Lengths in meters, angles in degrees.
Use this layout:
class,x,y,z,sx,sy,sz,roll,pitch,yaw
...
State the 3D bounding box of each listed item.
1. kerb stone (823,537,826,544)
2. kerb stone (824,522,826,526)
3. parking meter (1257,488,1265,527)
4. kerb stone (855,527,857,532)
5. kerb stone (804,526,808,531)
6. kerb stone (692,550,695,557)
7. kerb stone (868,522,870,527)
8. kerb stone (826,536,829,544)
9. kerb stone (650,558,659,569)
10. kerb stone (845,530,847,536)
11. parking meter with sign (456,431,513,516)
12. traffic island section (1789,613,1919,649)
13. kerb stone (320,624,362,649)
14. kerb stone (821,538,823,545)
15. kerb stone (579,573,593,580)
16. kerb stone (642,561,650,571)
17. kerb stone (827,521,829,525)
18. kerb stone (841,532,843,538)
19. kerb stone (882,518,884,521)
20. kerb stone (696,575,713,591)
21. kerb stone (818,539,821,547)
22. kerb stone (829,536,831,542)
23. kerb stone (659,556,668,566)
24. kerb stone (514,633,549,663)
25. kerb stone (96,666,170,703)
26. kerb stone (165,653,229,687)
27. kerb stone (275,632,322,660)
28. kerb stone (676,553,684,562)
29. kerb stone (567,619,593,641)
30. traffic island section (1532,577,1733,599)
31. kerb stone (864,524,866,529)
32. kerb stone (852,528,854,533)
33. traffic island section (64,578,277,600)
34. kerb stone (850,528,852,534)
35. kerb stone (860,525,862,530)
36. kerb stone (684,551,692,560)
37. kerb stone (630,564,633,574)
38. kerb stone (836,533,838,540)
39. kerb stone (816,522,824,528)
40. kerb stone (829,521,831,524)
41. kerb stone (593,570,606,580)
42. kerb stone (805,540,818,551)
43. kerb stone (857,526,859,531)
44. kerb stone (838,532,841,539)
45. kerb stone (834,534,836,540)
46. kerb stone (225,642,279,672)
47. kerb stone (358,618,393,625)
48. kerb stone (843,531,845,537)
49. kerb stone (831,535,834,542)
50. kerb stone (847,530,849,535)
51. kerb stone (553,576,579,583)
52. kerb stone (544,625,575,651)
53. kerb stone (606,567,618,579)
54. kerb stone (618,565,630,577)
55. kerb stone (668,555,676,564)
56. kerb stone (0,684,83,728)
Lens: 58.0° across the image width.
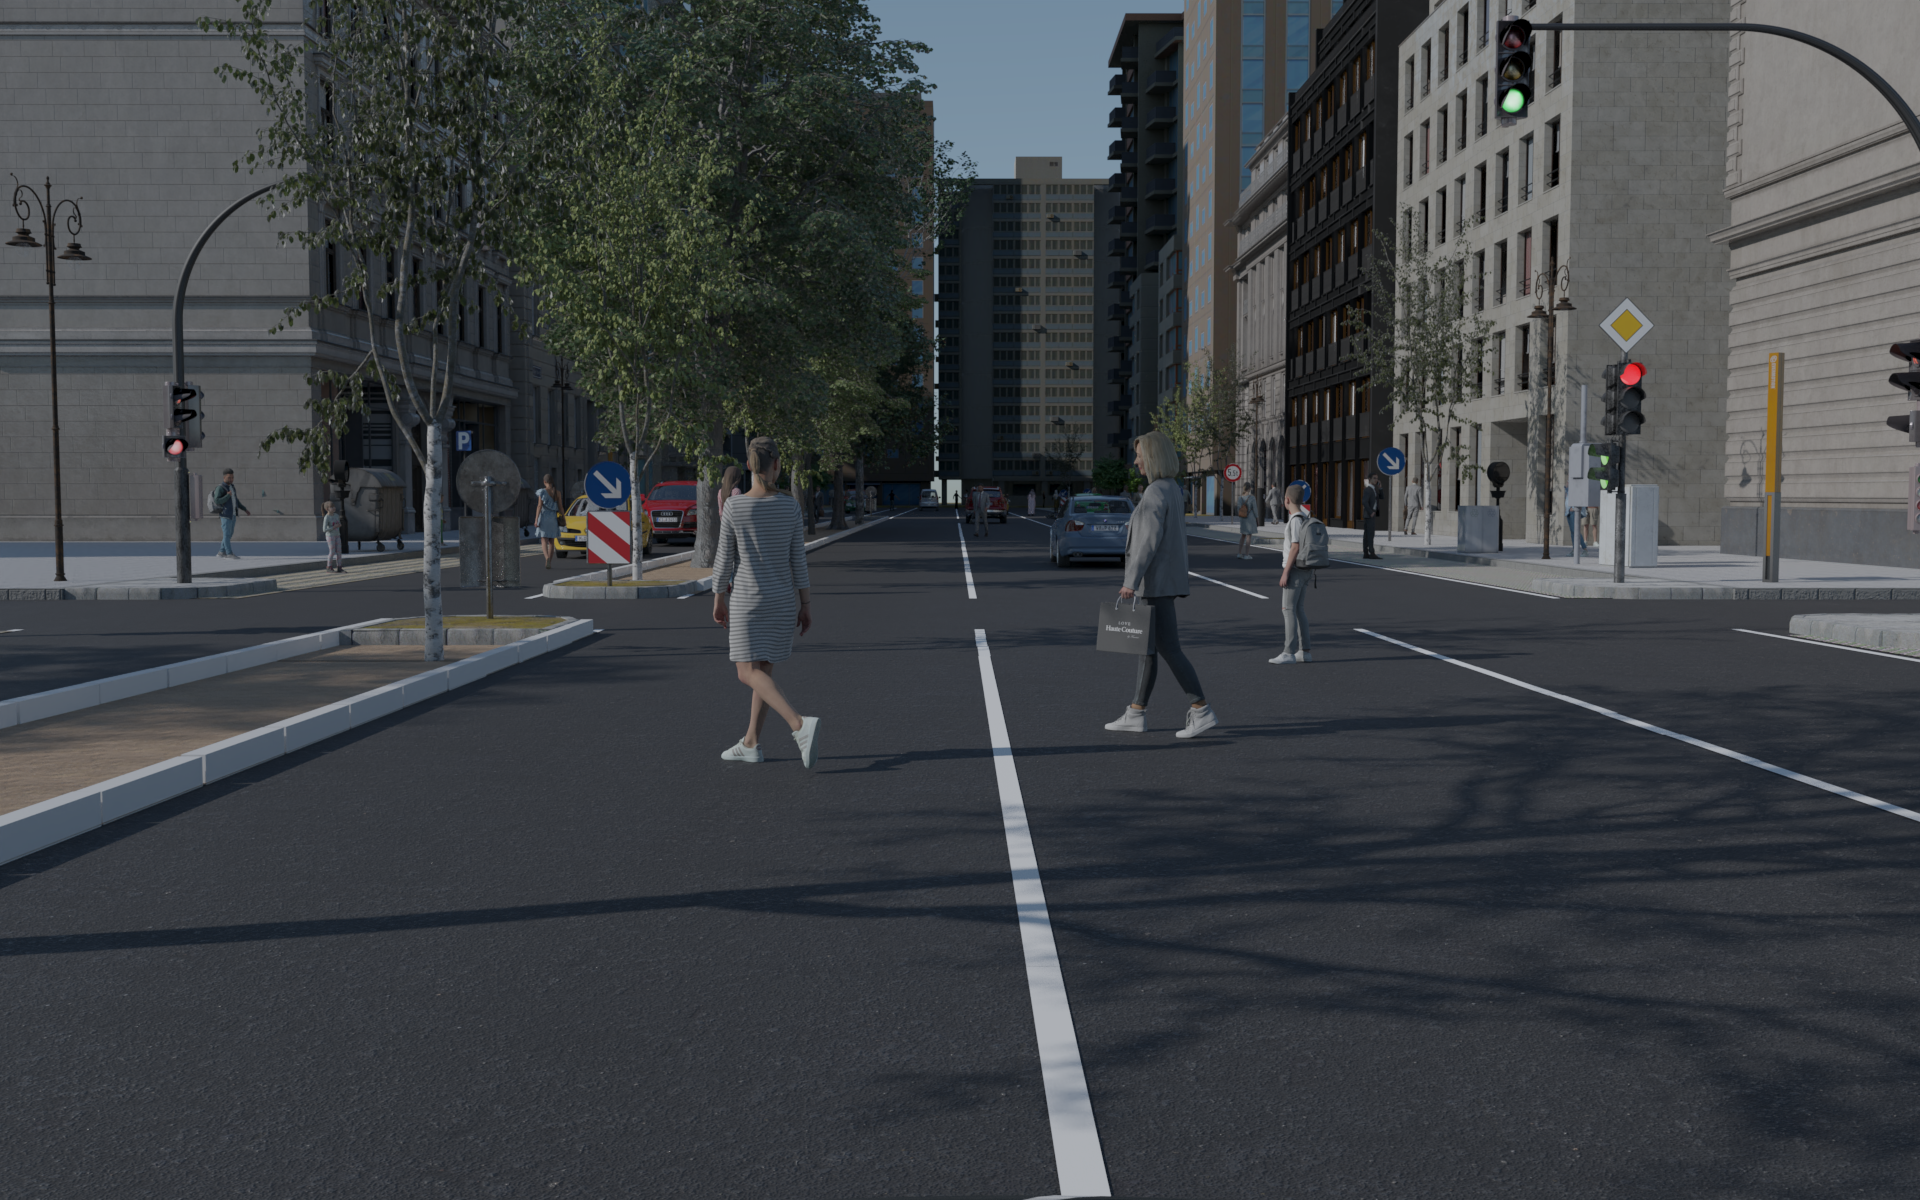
class,x,y,z,sx,sy,sz,roll,pitch,yaw
kerb stone,-3.926,-1.614,48.581,0.120,0.150,1.000,0,4,0
kerb stone,-6.128,-3.307,76.268,0.120,0.150,1.000,0,4,0
parking meter,11.850,-3.668,68.381,0.372,1.533,0.369,0,3,0
kerb stone,-3.986,-2.549,63.967,0.120,0.150,1.000,0,4,0
kerb stone,-6.107,-2.930,70.117,0.120,0.150,1.000,0,4,0
kerb stone,-5.985,-0.987,38.360,0.120,0.150,1.000,0,4,0
kerb stone,-4.010,-3.119,73.195,0.120,0.150,1.000,0,4,0
kerb stone,-3.926,-1.677,49.616,0.120,0.150,1.000,0,4,0
kerb stone,-5.964,-0.668,33.224,0.120,0.150,1.000,0,4,0
kerb stone,-3.960,-2.179,57.819,0.120,0.150,1.000,0,4,0
parking meter with sign,-13.288,-3.200,48.581,0.543,3.016,1.738,2,4,27
traffic island section,9.577,0.320,17.046,2.009,0.180,2.903,0,4,0
kerb stone,-5.900,0.358,16.337,0.120,0.150,1.000,0,4,0
kerb stone,-3.916,-1.551,47.559,0.120,0.150,1.000,0,4,0
kerb stone,-5.943,-0.297,27.054,0.120,0.150,1.000,0,4,0
kerb stone,-5.967,-0.609,32.195,0.120,0.150,1.000,0,4,0
kerb stone,-6.130,-3.432,78.313,0.120,0.150,1.000,0,4,0
kerb stone,-3.951,-2.054,55.774,0.120,0.150,1.000,0,4,0
kerb stone,-4.070,-3.994,87.518,0.120,0.150,1.000,0,4,0
kerb stone,-3.841,-0.234,26.024,0.120,0.150,1.000,0,4,0
kerb stone,-3.908,-1.484,46.537,0.120,0.150,1.000,0,4,0
kerb stone,-3.929,-1.740,50.643,0.120,0.150,1.000,0,4,0
kerb stone,-5.971,-0.737,34.250,0.120,0.150,1.000,0,4,0
kerb stone,-3.798,0.429,15.175,0.120,0.150,1.000,0,4,0
kerb stone,-5.887,0.609,12.234,0.120,0.150,1.000,0,4,0
kerb stone,-5.887,0.547,13.257,0.120,0.150,1.000,0,4,0
kerb stone,-5.903,0.421,15.308,0.120,0.150,1.000,0,4,0
kerb stone,-5.984,-0.857,36.306,0.120,0.150,1.000,0,4,0
kerb stone,-3.812,0.304,17.222,0.120,0.150,1.000,0,4,0
traffic island section,9.547,-0.168,25.031,2.009,0.180,2.903,0,4,0
kerb stone,-4.004,-2.926,70.116,0.120,0.150,1.000,0,4,0
kerb stone,-3.975,-2.430,61.923,0.120,0.150,1.000,0,4,0
traffic island section,-11.194,-0.164,24.958,2.009,0.180,2.903,0,4,0
kerb stone,-3.969,-2.365,60.895,0.120,0.150,1.000,0,4,0
kerb stone,-3.997,-2.743,67.048,0.120,0.150,1.000,0,4,0
kerb stone,-5.979,-0.926,37.338,0.120,0.150,1.000,0,4,0
kerb stone,-5.949,-0.549,31.168,0.120,0.150,1.000,0,4,0
kerb stone,-3.943,-1.922,53.718,0.120,0.150,1.000,0,4,0
kerb stone,-6.128,-3.245,75.243,0.120,0.150,1.000,0,4,0
kerb stone,-6.142,-3.494,79.335,0.120,0.150,1.000,0,4,0
kerb stone,-5.941,-0.360,28.083,0.120,0.150,1.000,0,4,0
kerb stone,-3.910,-1.425,45.514,0.120,0.150,1.000,0,4,0
kerb stone,-3.988,-2.618,64.995,0.120,0.150,1.000,0,4,0
kerb stone,-3.945,-1.991,54.744,0.120,0.150,1.000,0,4,0
kerb stone,-3.943,-1.865,52.691,0.120,0.150,1.000,0,4,0
kerb stone,-5.892,0.485,14.286,0.120,0.150,1.000,0,4,0
kerb stone,-5.901,0.296,17.359,0.120,0.150,1.000,0,4,0
kerb stone,-3.958,-2.116,56.797,0.120,0.150,1.000,0,4,0
kerb stone,-3.934,-1.797,51.666,0.120,0.150,1.000,0,4,0
kerb stone,-3.955,-2.241,58.841,0.120,0.150,1.000,0,4,0
kerb stone,-5.932,-0.234,26.021,0.120,0.150,1.000,0,4,0
kerb stone,-3.797,0.367,16.197,0.120,0.150,1.000,0,4,0
kerb stone,-5.949,-0.420,29.121,0.120,0.150,1.000,0,4,0
kerb stone,-5.945,-0.486,30.143,0.120,0.150,1.000,0,4,0
kerb stone,-5.969,-0.801,35.284,0.120,0.150,1.000,0,4,0
kerb stone,-5.878,0.672,11.212,0.120,0.150,1.000,0,4,0
